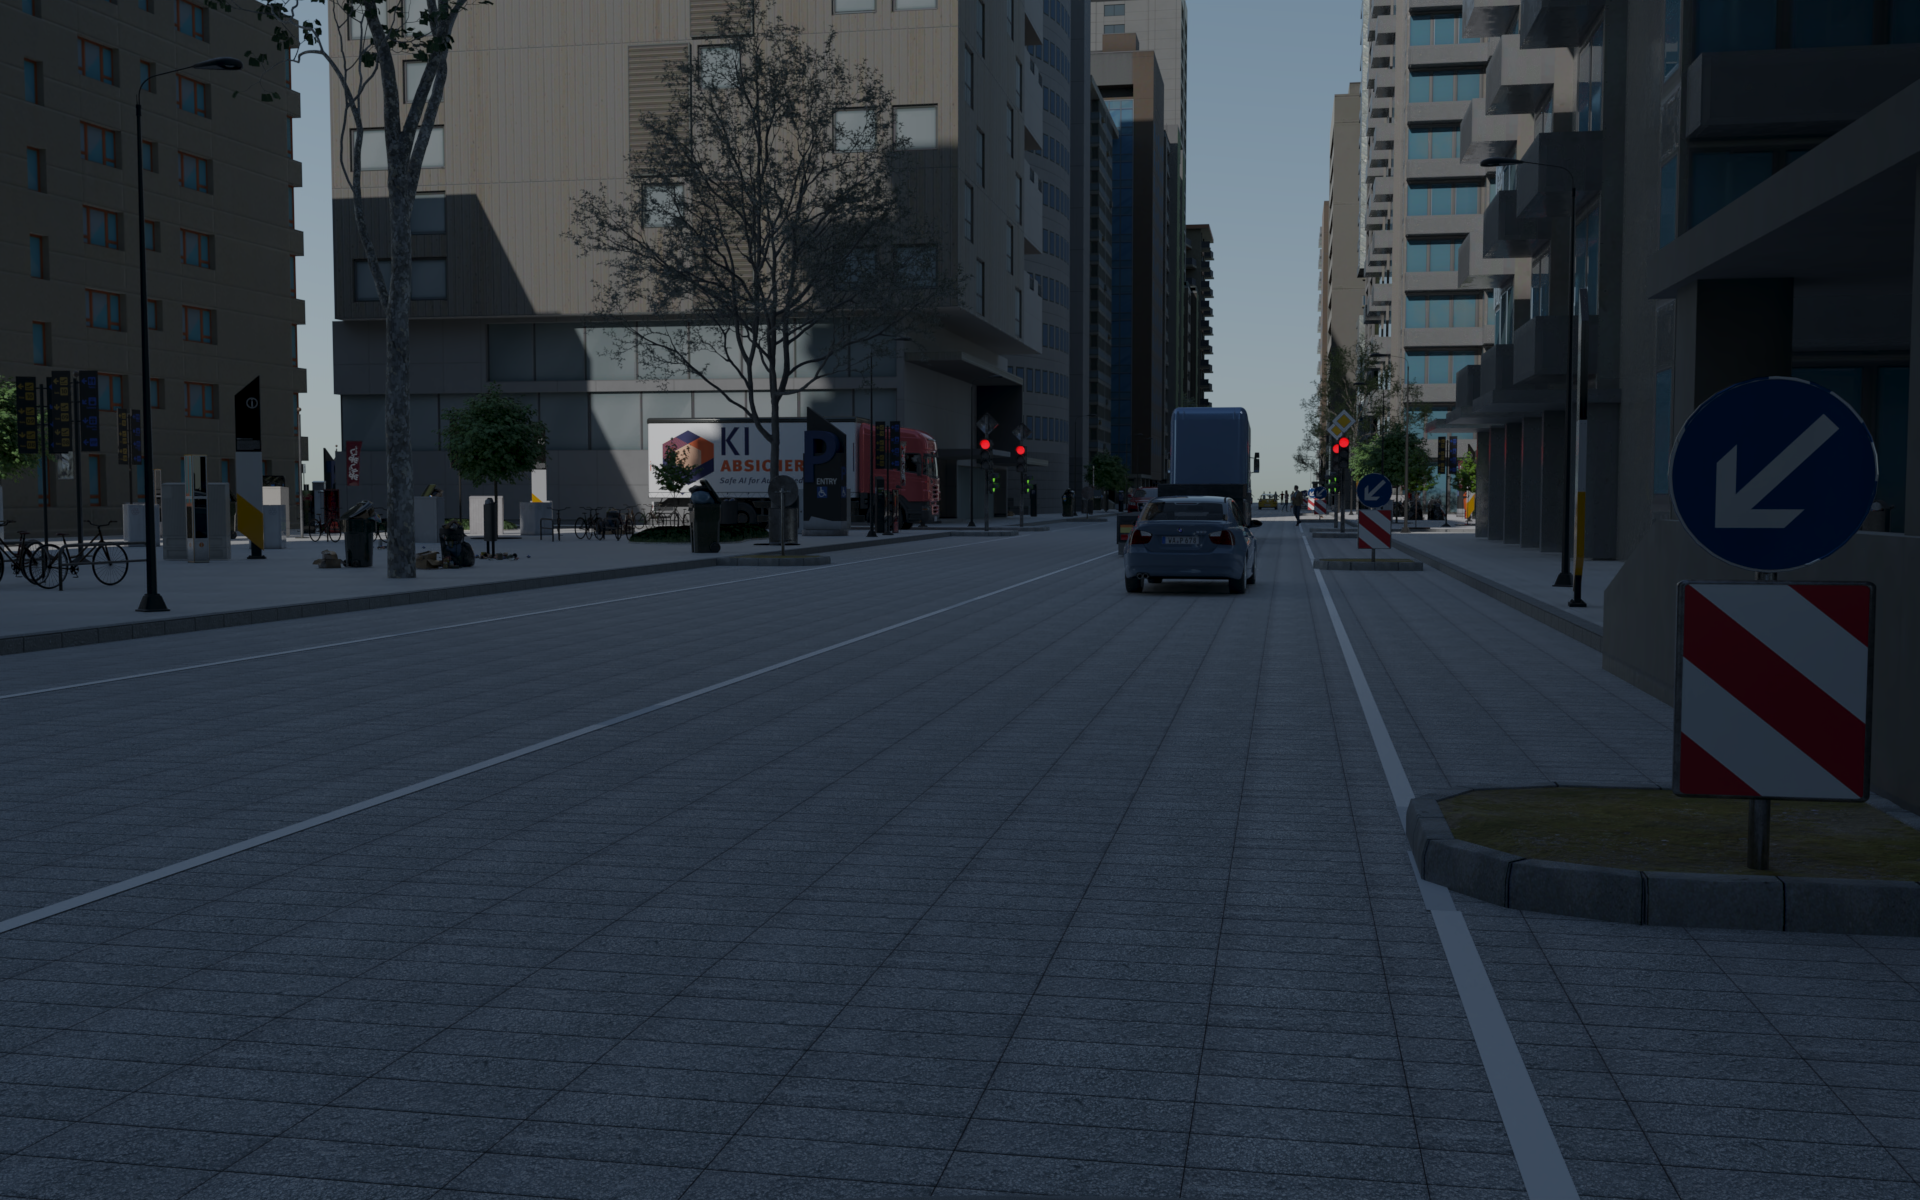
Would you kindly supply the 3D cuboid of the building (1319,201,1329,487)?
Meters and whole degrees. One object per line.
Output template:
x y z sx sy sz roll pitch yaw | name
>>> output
60.337 -37.025 255.468 14.600 45.320 14.200 1 4 11 | building

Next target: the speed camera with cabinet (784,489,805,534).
-5.007 -3.747 55.595 2.038 3.252 0.660 -1 4 -19 | speed camera with cabinet

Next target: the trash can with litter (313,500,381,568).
-10.674 -1.148 30.151 1.055 1.170 0.624 -3 5 -44 | trash can with litter

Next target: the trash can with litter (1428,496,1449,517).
25.194 -4.879 91.152 1.055 1.170 0.624 1 4 12 | trash can with litter

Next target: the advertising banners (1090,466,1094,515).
8.112 -6.747 106.496 0.090 3.025 2.074 1 4 12 | advertising banners

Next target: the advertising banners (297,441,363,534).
-20.537 -3.688 56.490 2.074 3.025 0.090 -2 4 -28 | advertising banners

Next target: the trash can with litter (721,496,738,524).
-6.667 -2.567 53.032 2.233 1.210 1.678 -1 4 -10 | trash can with litter

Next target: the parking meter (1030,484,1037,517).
4.153 -5.640 97.926 0.399 1.863 0.255 1 4 12 | parking meter

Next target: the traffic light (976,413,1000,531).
0.935 -4.325 59.636 0.839 4.253 0.868 1 4 11 | traffic light

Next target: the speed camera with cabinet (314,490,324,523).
-29.486 -5.071 77.250 2.038 3.252 0.660 0 4 -7 | speed camera with cabinet

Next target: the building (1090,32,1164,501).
12.894 -32.018 173.608 14.600 45.320 14.200 1 4 11 | building

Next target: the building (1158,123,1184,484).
16.260 -30.818 187.464 14.154 41.232 14.086 1 4 11 | building

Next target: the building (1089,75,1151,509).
0.842 -28.426 156.638 32.217 40.220 23.993 1 4 11 | building

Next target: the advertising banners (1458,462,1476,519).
26.156 -5.688 89.183 0.090 3.025 2.074 -1 4 -13 | advertising banners

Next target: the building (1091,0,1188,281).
24.114 -49.580 248.885 20.563 71.187 20.611 1 4 11 | building

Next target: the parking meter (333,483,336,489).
-29.895 -4.737 83.163 0.399 1.863 0.255 2 4 34 | parking meter

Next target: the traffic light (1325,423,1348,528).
14.177 -4.670 65.282 0.839 4.253 0.868 1 4 11 | traffic light

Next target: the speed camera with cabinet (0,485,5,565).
-16.790 -2.139 29.309 0.660 3.252 2.038 -1 4 -16 | speed camera with cabinet

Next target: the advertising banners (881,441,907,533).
-2.135 -3.705 56.760 0.090 3.025 2.074 1 4 20 | advertising banners

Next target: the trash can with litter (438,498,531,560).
-9.311 -1.417 34.232 1.678 1.210 2.233 -2 4 -27 | trash can with litter

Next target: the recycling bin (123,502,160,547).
-20.006 -1.821 42.334 0.722 1.027 0.722 -2 4 -34 | recycling bin

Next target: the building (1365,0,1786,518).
39.738 -30.583 119.646 23.786 49.044 30.456 1 4 11 | building

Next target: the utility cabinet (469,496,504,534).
-15.084 -2.692 55.179 1.020 1.237 0.306 -1 4 -10 | utility cabinet

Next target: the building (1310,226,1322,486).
68.570 -40.216 277.134 23.786 49.044 30.456 1 4 11 | building

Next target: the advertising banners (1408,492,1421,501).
27.580 -6.727 106.180 0.090 3.025 2.074 -1 4 -21 | advertising banners

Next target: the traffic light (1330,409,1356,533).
12.692 -4.191 57.435 0.839 4.253 0.868 1 4 11 | traffic light

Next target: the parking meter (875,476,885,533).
-2.636 -3.128 56.848 0.255 1.863 0.399 -1 4 -16 | parking meter

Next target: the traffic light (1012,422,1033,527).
2.420 -4.805 67.482 0.839 4.253 0.868 1 4 11 | traffic light

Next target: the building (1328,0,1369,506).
48.957 -52.576 172.287 22.319 86.520 31.000 1 4 11 | building

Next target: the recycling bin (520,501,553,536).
-13.201 -2.531 53.938 0.722 1.027 0.722 2 4 34 | recycling bin

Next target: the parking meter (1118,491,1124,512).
11.526 -7.065 123.921 0.372 1.533 0.369 0 3 0 | parking meter

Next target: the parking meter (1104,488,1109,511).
11.251 -7.803 133.291 0.255 1.863 0.399 -2 4 -24 | parking meter

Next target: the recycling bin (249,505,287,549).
-16.255 -1.719 40.653 0.722 1.027 0.722 -1 4 -11 | recycling bin

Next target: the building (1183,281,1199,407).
24.480 -28.179 232.425 14.160 30.474 14.107 1 4 11 | building

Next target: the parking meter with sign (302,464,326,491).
-36.880 -6.324 99.655 1.738 3.016 0.543 0 4 -7 | parking meter with sign

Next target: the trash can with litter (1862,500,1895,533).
10.987 -0.585 20.615 1.678 1.210 2.233 0 4 1 | trash can with litter

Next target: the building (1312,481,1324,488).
64.493 -33.229 235.176 32.217 40.220 23.993 1 4 11 | building

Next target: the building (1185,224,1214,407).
28.606 -37.881 273.974 22.147 44.769 28.867 1 4 11 | building

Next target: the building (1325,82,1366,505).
53.441 -35.206 199.316 21.300 48.544 21.600 1 4 11 | building

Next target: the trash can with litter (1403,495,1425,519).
23.455 -4.725 88.308 1.678 1.210 2.233 1 4 16 | trash can with litter

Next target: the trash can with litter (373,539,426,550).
-13.352 -1.793 40.377 1.678 1.210 2.233 -1 4 -15 | trash can with litter

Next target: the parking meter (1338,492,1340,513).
25.638 -6.842 117.584 0.255 1.863 0.399 0 4 4 | parking meter

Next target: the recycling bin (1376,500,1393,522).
19.591 -4.125 79.995 0.722 1.027 0.722 0 4 6 | recycling bin

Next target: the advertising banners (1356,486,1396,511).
20.015 -5.294 82.752 2.074 3.025 0.090 1 4 12 | advertising banners

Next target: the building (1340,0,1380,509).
43.384 -43.377 147.459 20.563 71.187 20.611 1 4 11 | building

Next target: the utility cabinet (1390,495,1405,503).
26.076 -5.650 103.541 1.020 1.237 0.306 -1 4 -20 | utility cabinet
